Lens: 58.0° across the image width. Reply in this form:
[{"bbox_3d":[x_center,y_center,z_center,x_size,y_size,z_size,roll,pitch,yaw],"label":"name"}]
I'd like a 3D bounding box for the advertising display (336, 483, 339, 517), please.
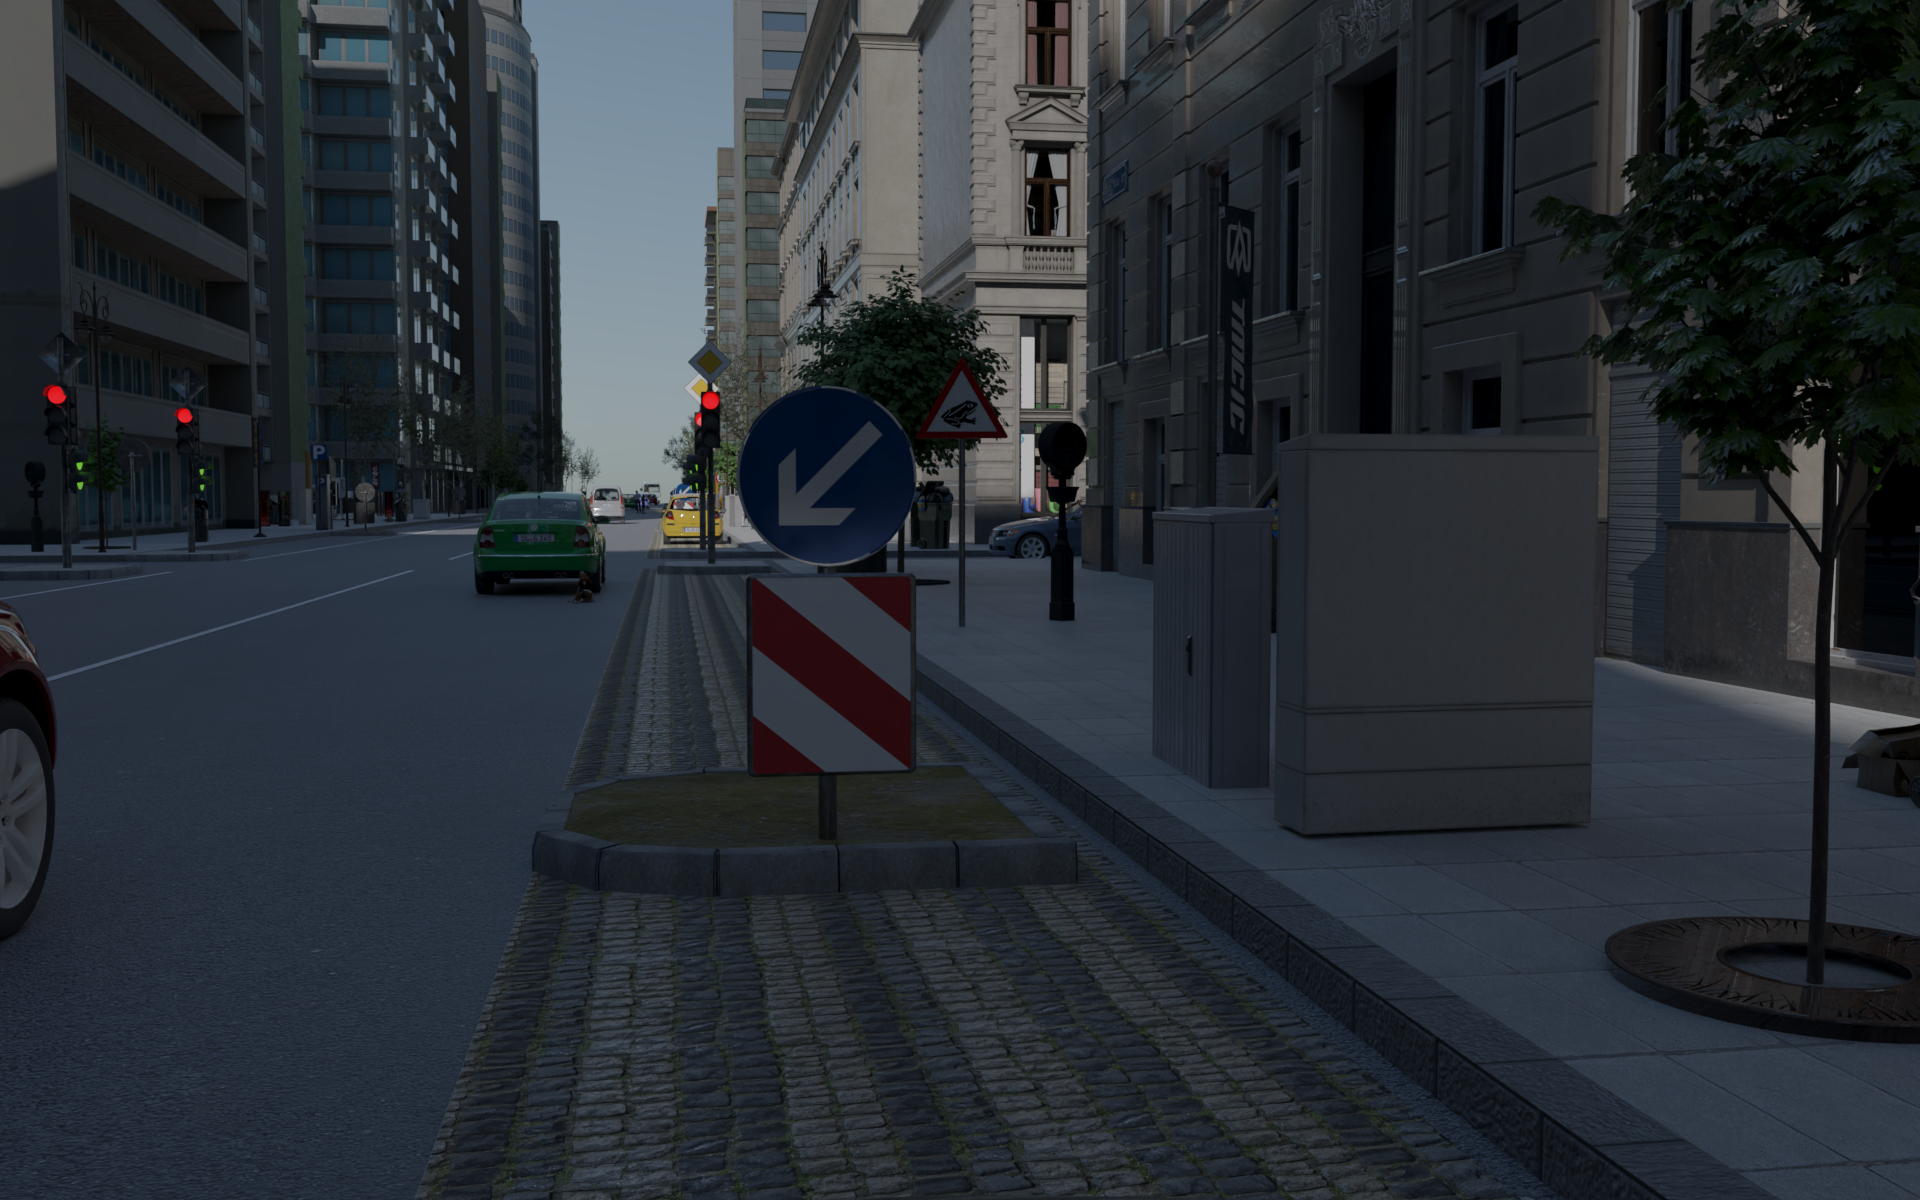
[{"bbox_3d":[-35.275,-5.654,97.654,0.123,1.923,0.974,-3,5,-42],"label":"advertising display"}]

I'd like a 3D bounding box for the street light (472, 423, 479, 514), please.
[{"bbox_3d":[-31.629,-8.593,113.283,0.468,5.910,1.993,-1,4,-10],"label":"street light"}]

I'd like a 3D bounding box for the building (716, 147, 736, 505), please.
[{"bbox_3d":[-22.036,-32.072,207.973,14.154,41.232,14.086,-1,4,-10],"label":"building"}]

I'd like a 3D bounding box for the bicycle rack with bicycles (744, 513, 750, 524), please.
[{"bbox_3d":[-8.183,-3.786,75.276,2.852,0.926,2.925,-1,4,-17],"label":"bicycle rack with bicycles"}]

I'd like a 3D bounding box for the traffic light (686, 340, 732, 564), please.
[{"bbox_3d":[-4.605,-2.626,31.859,0.839,4.253,0.868,-1,4,-10],"label":"traffic light"}]

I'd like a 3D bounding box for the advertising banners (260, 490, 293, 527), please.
[{"bbox_3d":[-27.399,-4.403,68.172,2.074,3.025,0.090,-2,4,-29],"label":"advertising banners"}]

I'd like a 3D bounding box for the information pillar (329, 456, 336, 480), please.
[{"bbox_3d":[-38.813,-7.085,107.192,0.183,3.616,0.504,1,4,22],"label":"information pillar"}]

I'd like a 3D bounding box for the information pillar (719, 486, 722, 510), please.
[{"bbox_3d":[-15.834,-7.542,114.670,0.183,3.616,0.504,-2,4,-25],"label":"information pillar"}]

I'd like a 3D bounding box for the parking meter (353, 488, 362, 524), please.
[{"bbox_3d":[-25.631,-3.995,73.735,0.372,1.533,0.369,0,3,0],"label":"parking meter"}]

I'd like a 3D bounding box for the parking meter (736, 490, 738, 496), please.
[{"bbox_3d":[-14.604,-6.537,112.586,0.399,1.863,0.255,-3,4,-37],"label":"parking meter"}]

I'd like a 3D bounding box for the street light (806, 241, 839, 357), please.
[{"bbox_3d":[-2.525,-3.612,31.840,0.468,5.910,1.993,-1,4,-10],"label":"street light"}]

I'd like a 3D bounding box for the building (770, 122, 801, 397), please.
[{"bbox_3d":[-4.347,-18.730,103.497,12.463,27.353,25.104,-1,4,-10],"label":"building"}]

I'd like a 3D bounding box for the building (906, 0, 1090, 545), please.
[{"bbox_3d":[8.685,-13.496,49.540,19.941,23.489,11.050,-1,4,-10],"label":"building"}]

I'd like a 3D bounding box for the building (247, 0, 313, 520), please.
[{"bbox_3d":[-39.801,-24.362,81.919,14.154,41.232,14.086,-1,4,-10],"label":"building"}]

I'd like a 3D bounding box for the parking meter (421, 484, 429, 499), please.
[{"bbox_3d":[-31.425,-5.873,101.731,0.399,1.863,0.255,0,4,1],"label":"parking meter"}]

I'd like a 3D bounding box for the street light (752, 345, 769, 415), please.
[{"bbox_3d":[-6.212,-4.964,53.949,0.468,5.910,1.993,-1,4,-10],"label":"street light"}]

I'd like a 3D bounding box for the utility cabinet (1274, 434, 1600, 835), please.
[{"bbox_3d":[1.816,0.125,6.639,1.173,1.500,0.318,-1,4,-11],"label":"utility cabinet"}]

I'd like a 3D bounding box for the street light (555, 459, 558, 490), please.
[{"bbox_3d":[-45.497,-13.607,195.267,0.468,5.910,1.993,-1,4,-10],"label":"street light"}]

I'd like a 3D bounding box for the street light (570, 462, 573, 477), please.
[{"bbox_3d":[-50.392,-15.416,224.841,0.468,5.910,1.993,-1,4,-10],"label":"street light"}]

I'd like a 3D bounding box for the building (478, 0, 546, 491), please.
[{"bbox_3d":[-66.660,-48.517,231.508,20.563,71.187,20.611,-1,4,-10],"label":"building"}]

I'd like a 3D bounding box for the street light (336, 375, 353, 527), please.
[{"bbox_3d":[-23.912,-5.788,67.418,0.468,5.910,1.993,-1,4,-10],"label":"street light"}]

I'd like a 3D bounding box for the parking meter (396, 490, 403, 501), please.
[{"bbox_3d":[-34.644,-6.034,107.064,0.372,1.533,0.369,0,3,0],"label":"parking meter"}]

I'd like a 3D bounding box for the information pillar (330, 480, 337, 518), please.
[{"bbox_3d":[-33.935,-5.457,93.710,0.304,2.012,0.304,-2,4,-33],"label":"information pillar"}]

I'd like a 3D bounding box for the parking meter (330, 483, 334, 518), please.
[{"bbox_3d":[-31.539,-4.946,86.576,0.255,1.863,0.399,1,4,22],"label":"parking meter"}]

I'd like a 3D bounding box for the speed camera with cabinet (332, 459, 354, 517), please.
[{"bbox_3d":[-35.069,-6.419,99.283,0.660,3.252,2.038,1,4,21],"label":"speed camera with cabinet"}]

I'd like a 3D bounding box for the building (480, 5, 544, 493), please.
[{"bbox_3d":[-62.084,-40.731,207.955,21.231,58.520,28.212,-1,4,-10],"label":"building"}]

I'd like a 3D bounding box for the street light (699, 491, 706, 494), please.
[{"bbox_3d":[-19.058,-9.579,129.403,0.468,5.910,1.993,-1,4,-10],"label":"street light"}]

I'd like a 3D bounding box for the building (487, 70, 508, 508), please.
[{"bbox_3d":[-50.187,-29.205,161.093,14.154,41.232,14.086,-1,4,-10],"label":"building"}]

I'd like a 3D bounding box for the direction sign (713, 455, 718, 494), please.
[{"bbox_3d":[-13.559,-6.345,95.742,0.379,3.537,0.876,-3,4,-37],"label":"direction sign"}]

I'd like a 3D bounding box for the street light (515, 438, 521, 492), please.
[{"bbox_3d":[-36.782,-10.478,144.110,0.468,5.910,1.993,-1,4,-10],"label":"street light"}]

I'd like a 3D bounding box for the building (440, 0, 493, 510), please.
[{"bbox_3d":[-47.750,-30.389,146.965,14.600,45.320,14.200,-1,4,-10],"label":"building"}]

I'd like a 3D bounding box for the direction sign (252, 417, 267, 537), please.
[{"bbox_3d":[-20.831,-3.636,51.452,0.379,3.537,0.876,0,4,-5],"label":"direction sign"}]

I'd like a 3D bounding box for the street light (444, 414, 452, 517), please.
[{"bbox_3d":[-28.970,-7.658,97.998,0.468,5.910,1.993,-1,4,-10],"label":"street light"}]

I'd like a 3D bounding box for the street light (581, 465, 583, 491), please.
[{"bbox_3d":[-55.535,-17.243,254.701,0.468,5.910,1.993,-1,4,-10],"label":"street light"}]

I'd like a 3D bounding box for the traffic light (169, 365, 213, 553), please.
[{"bbox_3d":[-16.838,-2.995,37.886,0.839,4.253,0.868,-1,4,-10],"label":"traffic light"}]

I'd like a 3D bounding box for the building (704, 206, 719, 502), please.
[{"bbox_3d":[-26.910,-36.978,259.218,22.147,44.769,28.867,-1,4,-10],"label":"building"}]

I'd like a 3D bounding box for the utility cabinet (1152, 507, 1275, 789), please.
[{"bbox_3d":[1.144,0.192,8.021,0.306,1.237,1.020,0,4,-8],"label":"utility cabinet"}]

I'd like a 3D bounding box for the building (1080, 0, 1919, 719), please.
[{"bbox_3d":[9.666,-13.507,18.096,12.463,27.353,25.104,-1,4,-10],"label":"building"}]

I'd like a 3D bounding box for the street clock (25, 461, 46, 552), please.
[{"bbox_3d":[-20.456,-2.066,38.352,0.471,2.002,0.358,2,4,34],"label":"street clock"}]

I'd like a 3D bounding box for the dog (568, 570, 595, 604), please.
[{"bbox_3d":[-5.092,-0.175,23.062,0.550,0.427,0.748,2,4,27],"label":"dog"}]

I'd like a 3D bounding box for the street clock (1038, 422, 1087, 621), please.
[{"bbox_3d":[1.036,-0.793,17.531,0.471,2.002,0.358,-3,4,-38],"label":"street clock"}]

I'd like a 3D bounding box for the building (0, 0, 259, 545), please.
[{"bbox_3d":[-34.855,-26.136,51.028,21.300,48.544,21.600,-1,4,-10],"label":"building"}]

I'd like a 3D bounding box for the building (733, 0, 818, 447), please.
[{"bbox_3d":[-9.266,-37.318,152.150,21.231,58.520,28.212,-1,4,-10],"label":"building"}]

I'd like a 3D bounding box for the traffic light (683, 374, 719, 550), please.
[{"bbox_3d":[-5.933,-3.108,39.733,0.839,4.253,0.868,-1,4,-10],"label":"traffic light"}]

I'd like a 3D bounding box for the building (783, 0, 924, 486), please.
[{"bbox_3d":[1.290,-14.875,76.491,16.112,22.955,30.059,-1,4,-10],"label":"building"}]

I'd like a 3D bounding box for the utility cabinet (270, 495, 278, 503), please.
[{"bbox_3d":[-31.249,-4.094,78.102,1.020,1.237,0.306,1,4,22],"label":"utility cabinet"}]

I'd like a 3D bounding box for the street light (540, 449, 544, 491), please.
[{"bbox_3d":[-41.916,-12.303,173.948,0.468,5.910,1.993,-1,4,-10],"label":"street light"}]

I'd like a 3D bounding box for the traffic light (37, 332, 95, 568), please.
[{"bbox_3d":[-15.511,-2.513,30.012,0.839,4.253,0.868,-1,4,-10],"label":"traffic light"}]

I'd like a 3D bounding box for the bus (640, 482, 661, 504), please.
[{"bbox_3d":[-46.536,-16.255,260.630,2.948,3.499,13.247,-1,4,-12],"label":"bus"}]

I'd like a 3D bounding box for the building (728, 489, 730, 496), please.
[{"bbox_3d":[-13.401,-45.190,177.104,20.563,71.187,20.611,-1,4,-10],"label":"building"}]

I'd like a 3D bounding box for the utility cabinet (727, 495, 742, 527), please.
[{"bbox_3d":[-8.714,-3.433,67.295,0.306,1.237,1.020,-1,4,-19],"label":"utility cabinet"}]

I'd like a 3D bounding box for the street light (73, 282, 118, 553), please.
[{"bbox_3d":[-18.845,-3.981,37.873,0.468,5.910,1.993,-1,4,-10],"label":"street light"}]

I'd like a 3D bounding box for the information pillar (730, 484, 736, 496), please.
[{"bbox_3d":[-13.922,-6.220,106.196,0.304,2.012,0.304,0,4,1],"label":"information pillar"}]

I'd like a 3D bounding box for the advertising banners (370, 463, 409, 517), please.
[{"bbox_3d":[-31.704,-6.117,96.204,2.074,3.025,0.090,0,4,-5],"label":"advertising banners"}]

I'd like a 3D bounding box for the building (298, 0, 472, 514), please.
[{"bbox_3d":[-48.524,-30.857,124.122,23.786,49.044,30.456,-1,4,-10],"label":"building"}]

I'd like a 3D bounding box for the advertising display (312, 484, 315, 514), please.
[{"bbox_3d":[-41.063,-6.399,109.834,0.123,1.923,0.974,0,4,-4],"label":"advertising display"}]

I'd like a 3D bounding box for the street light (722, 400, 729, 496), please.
[{"bbox_3d":[-11.316,-6.813,84.180,0.468,5.910,1.993,-1,4,-10],"label":"street light"}]

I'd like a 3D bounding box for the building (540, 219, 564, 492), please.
[{"bbox_3d":[-65.210,-34.679,250.589,14.154,41.232,14.086,-1,4,-10],"label":"building"}]

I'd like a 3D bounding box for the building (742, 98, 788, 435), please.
[{"bbox_3d":[-9.366,-21.963,130.793,14.160,30.474,14.107,-1,4,-10],"label":"building"}]

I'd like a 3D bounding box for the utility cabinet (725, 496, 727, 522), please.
[{"bbox_3d":[-10.788,-4.254,80.707,0.306,1.237,1.020,0,4,-4],"label":"utility cabinet"}]
